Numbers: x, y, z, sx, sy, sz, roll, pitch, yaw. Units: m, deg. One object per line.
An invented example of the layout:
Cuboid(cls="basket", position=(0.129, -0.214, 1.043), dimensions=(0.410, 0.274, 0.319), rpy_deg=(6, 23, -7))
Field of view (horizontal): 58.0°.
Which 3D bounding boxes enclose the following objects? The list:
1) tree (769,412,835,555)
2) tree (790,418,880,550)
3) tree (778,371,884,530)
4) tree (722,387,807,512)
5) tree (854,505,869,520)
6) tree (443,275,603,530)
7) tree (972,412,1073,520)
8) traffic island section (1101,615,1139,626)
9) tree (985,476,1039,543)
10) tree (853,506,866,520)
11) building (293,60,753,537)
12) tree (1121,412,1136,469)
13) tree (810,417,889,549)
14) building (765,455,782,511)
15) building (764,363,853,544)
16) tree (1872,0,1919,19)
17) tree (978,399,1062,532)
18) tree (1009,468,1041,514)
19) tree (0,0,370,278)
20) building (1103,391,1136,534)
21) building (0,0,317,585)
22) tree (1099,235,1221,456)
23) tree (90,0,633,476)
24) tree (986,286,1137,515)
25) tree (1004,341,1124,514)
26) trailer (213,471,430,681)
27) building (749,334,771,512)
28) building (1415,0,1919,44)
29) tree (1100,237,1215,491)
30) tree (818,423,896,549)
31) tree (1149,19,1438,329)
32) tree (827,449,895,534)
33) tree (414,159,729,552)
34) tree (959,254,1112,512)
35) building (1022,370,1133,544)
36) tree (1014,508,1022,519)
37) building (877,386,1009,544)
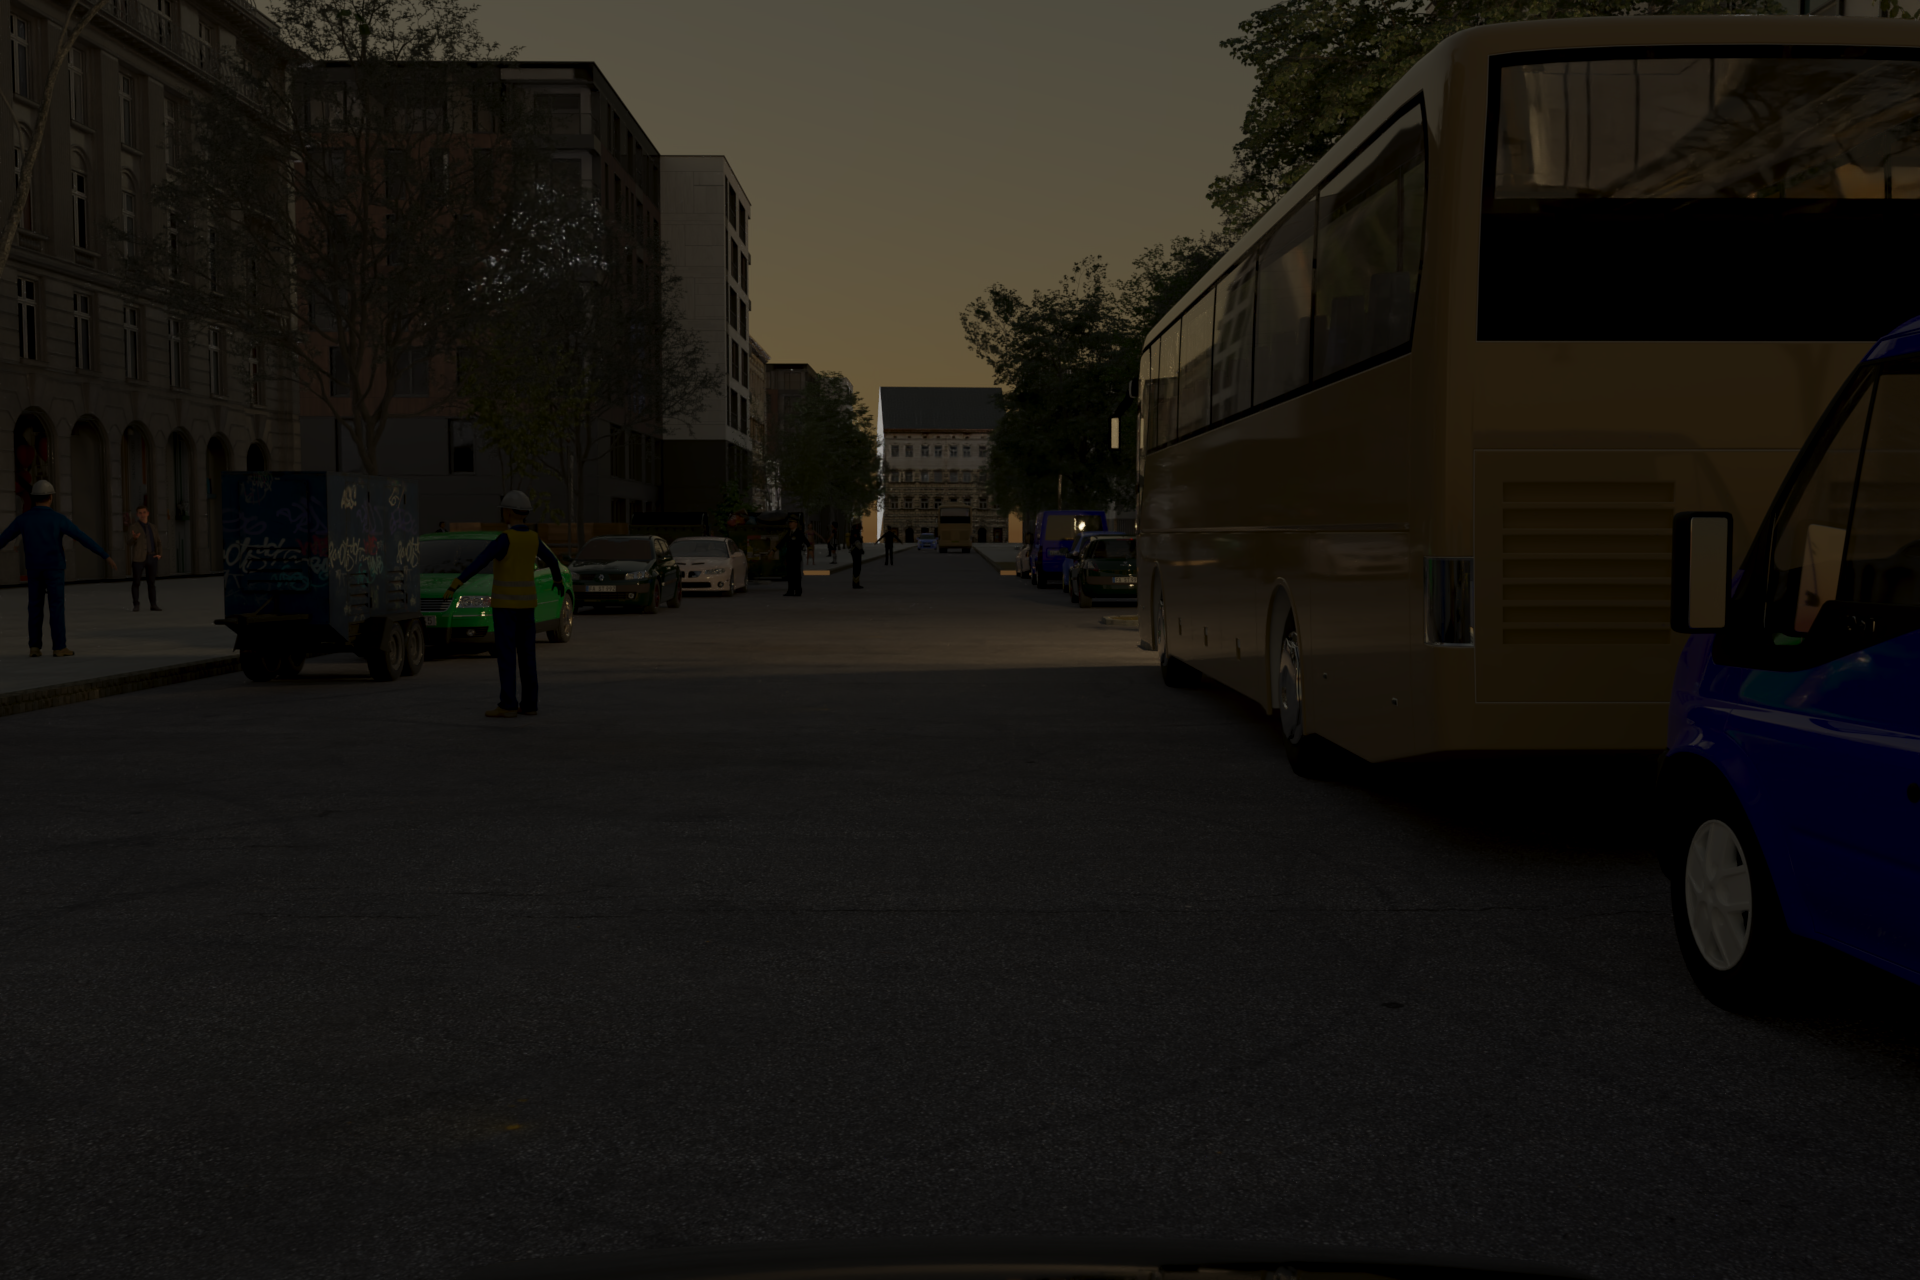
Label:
Cuboid(cls="tree", position=(-9.473, -9.435, 104.629), dimensions=(4.737, 8.622, 4.395), rpy_deg=(0, 3, 0))
Cuboid(cls="tree", position=(-9.870, -12.348, 136.300), dimensions=(7.601, 10.594, 8.767), rpy_deg=(0, 4, -4))
Cuboid(cls="tree", position=(-9.340, -12.394, 120.765), dimensions=(7.486, 12.596, 7.792), rpy_deg=(0, 3, 0))
Cuboid(cls="tree", position=(-9.176, -8.318, 86.359), dimensions=(4.360, 8.622, 3.978), rpy_deg=(0, 3, 0))
Cuboid(cls="tree", position=(-14.543, -18.841, 258.411), dimensions=(4.360, 8.622, 3.978), rpy_deg=(0, 3, 0))
Cuboid(cls="tree", position=(-12.548, -6.021, 48.809), dimensions=(4.737, 8.622, 4.395), rpy_deg=(0, 3, 0))
Cuboid(cls="tree", position=(6.497, -14.884, 153.719), dimensions=(12.009, 13.543, 11.850), rpy_deg=(0, 3, 0))
Cuboid(cls="traffic island section", position=(3.294, -0.303, 27.828), dimensions=(1.991, 0.108, 1.994), rpy_deg=(0, 4, 0))
Cuboid(cls="tree", position=(6.274, -15.264, 167.686), dimensions=(7.486, 12.596, 7.792), rpy_deg=(0, 3, 0))
Cuboid(cls="tree", position=(-14.513, -18.574, 254.052), dimensions=(4.360, 8.622, 3.978), rpy_deg=(0, 3, 0))
Cuboid(cls="building", position=(-26.596, -15.132, 91.377), dimensions=(27.936, 21.610, 32.646), rpy_deg=(0, 4, -1))
Cuboid(cls="tree", position=(8.439, -7.159, 67.415), dimensions=(4.737, 8.622, 4.395), rpy_deg=(0, 3, 0))
Cuboid(cls="tree", position=(-9.951, -13.939, 153.658), dimensions=(9.928, 11.665, 9.643), rpy_deg=(0, 3, 0))
Cuboid(cls="building", position=(-24.223, -15.280, 191.968), dimensions=(9.099, 9.664, 28.070), rpy_deg=(0, 4, 1))
Cuboid(cls="building", position=(-28.697, -23.213, 223.500), dimensions=(27.936, 21.610, 32.646), rpy_deg=(0, 3, 0))
Cuboid(cls="tree", position=(8.904, -3.859, 13.452), dimensions=(4.737, 8.622, 4.395), rpy_deg=(0, 3, 0))
Cuboid(cls="tree", position=(5.169, -13.628, 140.951), dimensions=(7.486, 12.596, 7.792), rpy_deg=(0, 3, 0))
Cuboid(cls="tree", position=(6.270, -10.855, 127.837), dimensions=(4.360, 8.622, 3.978), rpy_deg=(0, 3, 0))
Cuboid(cls="tree", position=(-11.522, -9.995, 19.302), dimensions=(12.611, 20.169, 13.585), rpy_deg=(0, 3, 0))
Cuboid(cls="building", position=(21.384, -20.757, 195.792), dimensions=(16.016, 20.090, 11.380), rpy_deg=(0, 3, 0))
Cuboid(cls="building", position=(-27.943, -12.565, 46.102), dimensions=(13.314, 22.015, 24.055), rpy_deg=(0, 3, 0))
Cuboid(cls="tree", position=(8.646, -8.193, 59.705), dimensions=(9.928, 11.665, 9.643), rpy_deg=(0, 3, 0))
Cuboid(cls="tree", position=(-12.251, -7.670, 35.770), dimensions=(12.009, 13.543, 11.850), rpy_deg=(0, 3, 0))
Cuboid(cls="tree", position=(6.027, -11.110, 88.298), dimensions=(9.857, 13.997, 8.962), rpy_deg=(0, 3, 0))
Cuboid(cls="tree", position=(5.930, -11.266, 102.327), dimensions=(7.486, 12.596, 7.792), rpy_deg=(0, 3, 0))
Cuboid(cls="trailer", position=(-6.198, -0.574, 16.431), dimensions=(1.471, 1.999, 3.904), rpy_deg=(0, 3, 0))
Cuboid(cls="building", position=(-25.767, -18.851, 139.139), dimensions=(19.493, 23.208, 18.063), rpy_deg=(0, 4, -1))
Cuboid(cls="building", position=(28.181, -14.948, 50.965), dimensions=(21.656, 26.213, 47.522), rpy_deg=(0, 3, 0))
Cuboid(cls="tree", position=(11.011, -10.339, 75.698), dimensions=(9.857, 13.997, 8.962), rpy_deg=(0, 3, 0))
Cuboid(cls="tree", position=(-9.759, -12.913, 145.545), dimensions=(8.767, 10.594, 7.601), rpy_deg=(-1, 4, -10))
Cuboid(cls="tree", position=(9.594, -7.972, 40.715), dimensions=(12.009, 13.543, 11.850), rpy_deg=(0, 3, 0))
Cuboid(cls="tree", position=(-9.796, -14.061, 164.313), dimensions=(7.601, 10.594, 8.767), rpy_deg=(-1, 4, -16))
Cuboid(cls="tree", position=(-12.854, -9.021, 57.869), dimensions=(12.009, 13.543, 11.850), rpy_deg=(0, 3, 0))
Cuboid(cls="tree", position=(6.976, -15.954, 116.734), dimensions=(12.611, 20.169, 13.585), rpy_deg=(0, 3, 0))
Cuboid(cls="building", position=(22.130, -23.609, 229.982), dimensions=(27.936, 21.610, 32.646), rpy_deg=(0, 4, 0))
Cuboid(cls="tree", position=(11.053, -19.411, 251.787), dimensions=(7.601, 10.594, 8.767), rpy_deg=(0, 4, 2))
Cuboid(cls="building", position=(-2.834, -25.902, 256.883), dimensions=(18.063, 23.208, 19.493), rpy_deg=(0, 4, -5))
